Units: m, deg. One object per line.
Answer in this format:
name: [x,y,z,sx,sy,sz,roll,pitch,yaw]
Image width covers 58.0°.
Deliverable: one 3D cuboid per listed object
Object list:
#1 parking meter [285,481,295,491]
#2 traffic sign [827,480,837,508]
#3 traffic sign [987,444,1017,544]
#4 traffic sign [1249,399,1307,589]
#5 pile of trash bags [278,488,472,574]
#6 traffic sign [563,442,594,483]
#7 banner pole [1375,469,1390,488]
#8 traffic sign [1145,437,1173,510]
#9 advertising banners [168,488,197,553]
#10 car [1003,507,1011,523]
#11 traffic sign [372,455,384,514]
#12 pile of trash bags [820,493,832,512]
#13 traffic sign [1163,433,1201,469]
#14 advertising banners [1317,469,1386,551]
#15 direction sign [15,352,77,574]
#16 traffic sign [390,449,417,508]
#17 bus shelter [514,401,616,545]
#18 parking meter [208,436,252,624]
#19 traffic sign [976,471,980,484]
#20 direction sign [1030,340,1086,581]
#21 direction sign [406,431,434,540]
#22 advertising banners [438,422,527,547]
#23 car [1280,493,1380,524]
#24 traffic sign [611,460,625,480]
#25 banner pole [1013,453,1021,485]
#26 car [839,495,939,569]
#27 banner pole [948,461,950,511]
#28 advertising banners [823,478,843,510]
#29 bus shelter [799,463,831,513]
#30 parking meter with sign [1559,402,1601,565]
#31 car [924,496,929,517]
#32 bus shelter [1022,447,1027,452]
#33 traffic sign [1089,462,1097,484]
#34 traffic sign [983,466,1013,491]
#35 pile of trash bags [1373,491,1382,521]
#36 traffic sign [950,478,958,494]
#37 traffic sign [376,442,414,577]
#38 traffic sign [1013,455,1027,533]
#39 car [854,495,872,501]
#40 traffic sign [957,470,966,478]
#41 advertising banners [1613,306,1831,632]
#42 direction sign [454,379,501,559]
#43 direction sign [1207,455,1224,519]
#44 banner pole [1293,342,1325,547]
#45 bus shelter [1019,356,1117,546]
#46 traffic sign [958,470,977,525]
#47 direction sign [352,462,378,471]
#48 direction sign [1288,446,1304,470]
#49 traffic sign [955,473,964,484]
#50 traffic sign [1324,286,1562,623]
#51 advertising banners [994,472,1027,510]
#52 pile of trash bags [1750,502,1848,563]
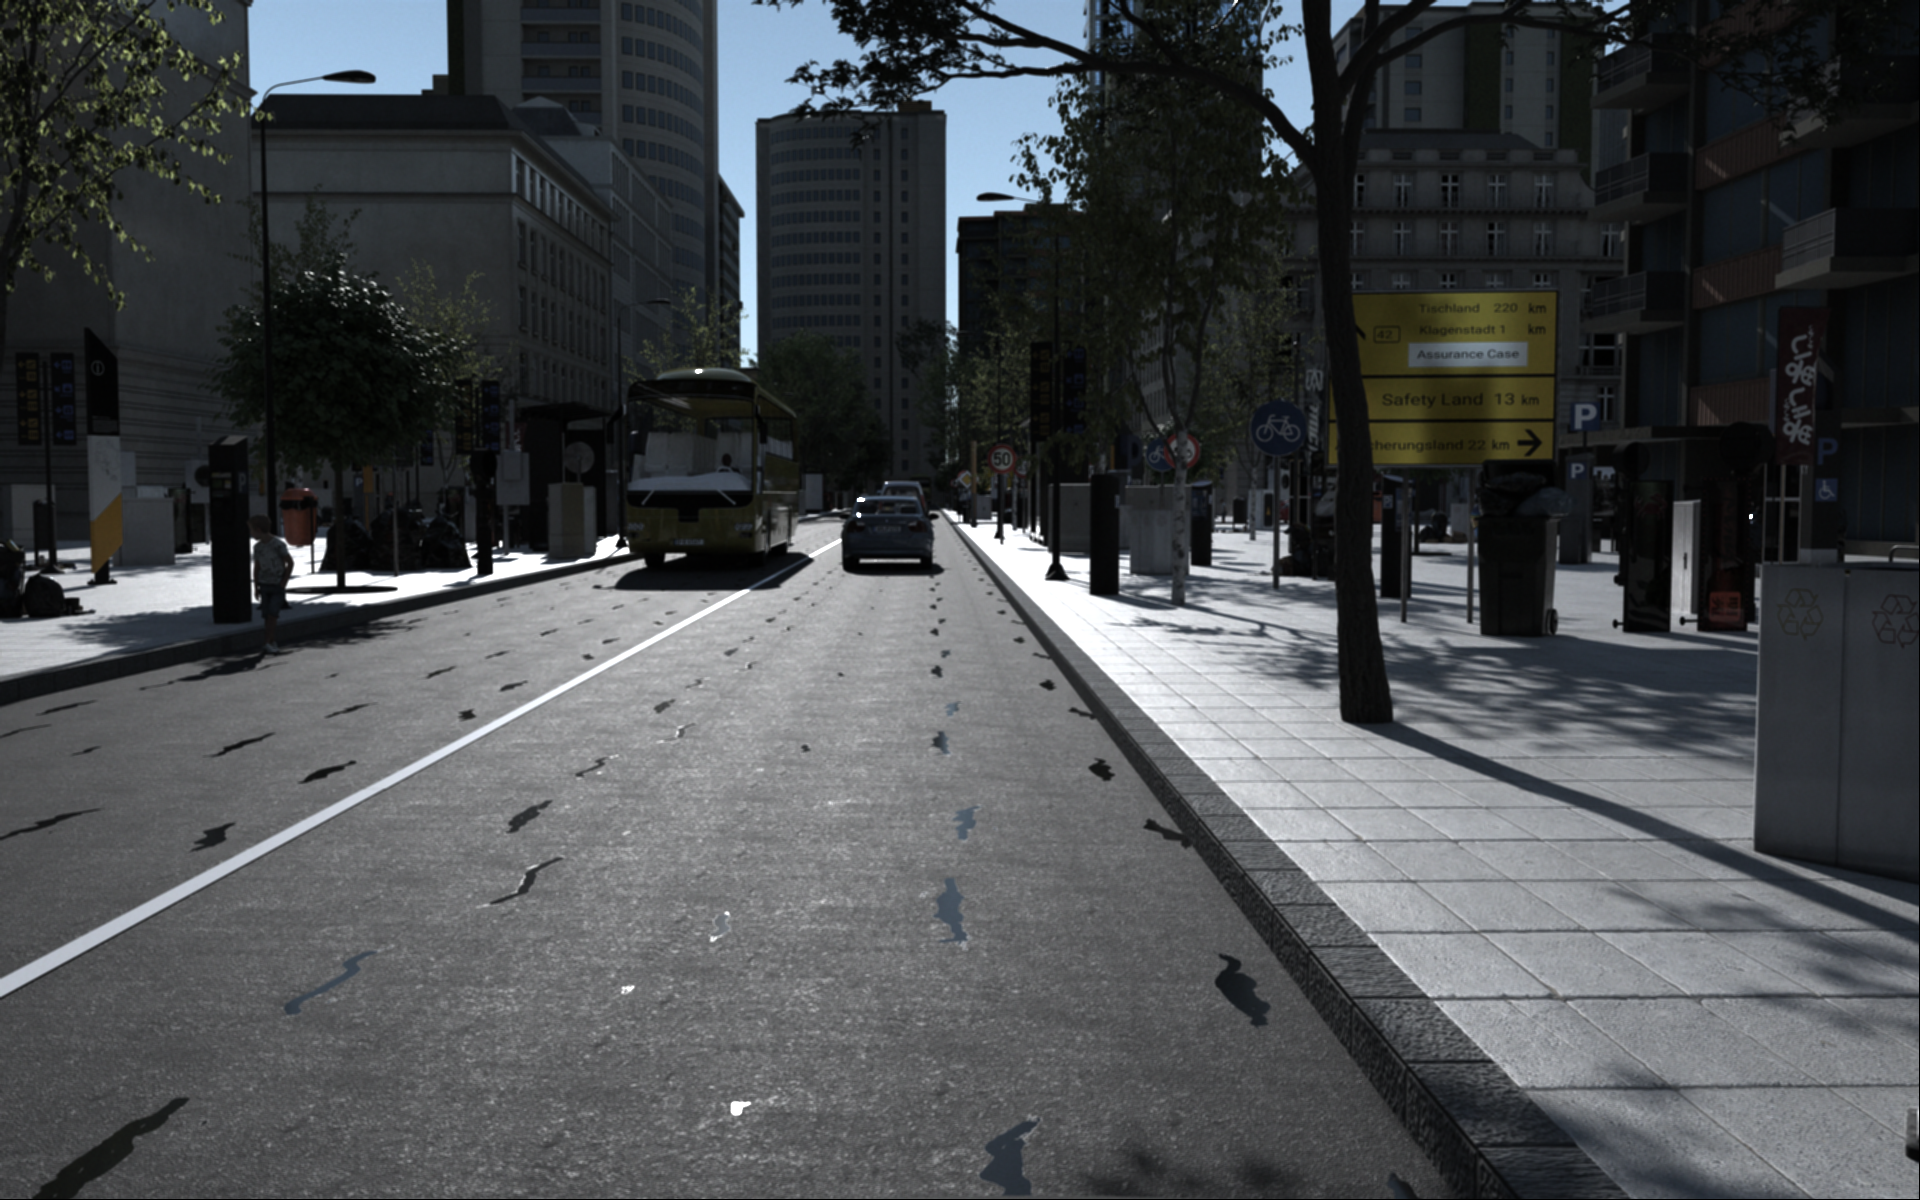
parking meter: [-30.638,-4.500,79.279,0.399,1.863,0.255,0,4,-8]
traffic sign: [-10.251,-8.508,139.106,0.884,2.594,0.081,0,4,4]
traffic sign: [1.064,-2.687,44.030,0.768,2.556,0.104,0,4,-1]
traffic sign: [4.294,-1.428,23.450,0.768,2.556,0.104,0,4,4]
pile of trash bags: [-9.974,-1.185,29.120,1.912,1.369,3.447,2,4,26]
traffic sign: [-9.333,-2.587,42.399,0.768,2.556,0.104,0,4,0]
banner pole: [34.381,-9.255,141.334,0.401,3.779,0.863,-3,5,-42]
traffic sign: [4.528,-2.366,38.792,0.768,2.556,0.104,0,4,6]
advertising banners: [-17.602,-2.515,37.308,2.074,3.025,0.090,-1,4,-14]
car: [3.951,-4.146,77.570,4.222,1.686,2.009,0,3,0]
traffic sign: [-11.294,-2.061,33.801,0.768,2.556,0.104,0,4,4]
pile of trash bags: [-10.380,-7.274,128.684,1.912,1.369,3.447,1,4,13]
traffic sign: [4.563,-2.178,35.710,0.768,2.556,0.104,0,4,1]
advertising banners: [8.890,-2.635,39.263,2.074,3.025,0.090,-1,4,-22]
direction sign: [-14.639,-2.190,27.808,0.876,3.537,0.379,0,4,-7]
traffic sign: [-12.729,-2.403,39.397,0.768,2.556,0.104,1,4,8]
bus shelter: [-10.669,-3.409,47.025,1.731,3.624,6.357,0,4,-1]
parking meter: [-7.262,-0.705,17.234,0.255,1.863,0.399,0,4,1]
traffic sign: [0.767,-5.470,89.433,0.884,2.594,0.081,0,4,2]
direction sign: [1.455,-2.064,25.750,0.876,3.537,0.379,2,4,24]
direction sign: [-15.025,-3.422,47.948,0.876,3.537,0.379,-1,4,-12]
advertising banners: [-11.501,-2.796,41.909,2.074,3.025,0.090,0,4,-3]
car: [16.117,-4.081,75.757,4.494,1.783,2.155,0,4,-1]
traffic sign: [-12.568,-3.929,64.349,0.768,2.556,0.104,0,4,-1]
banner pole: [3.095,-6.309,93.168,0.401,3.779,0.863,3,5,41]
car: [-1.415,-1.366,34.333,2.014,1.417,4.499,0,4,-1]
banner pole: [-0.823,-8.552,129.849,0.401,3.779,0.863,0,4,7]
advertising banners: [-10.486,-8.847,140.834,2.074,3.025,0.090,-1,4,-10]
bus shelter: [-9.883,-7.547,117.311,2.014,3.302,5.546,0,4,-1]
parking meter with sign: [11.487,-2.197,32.184,0.543,3.016,1.738,2,4,27]
car: [-2.579,-5.274,96.023,2.009,1.686,4.222,0,3,0]
bus shelter: [4.138,-5.957,88.676,1.731,3.624,6.357,0,4,-1]
traffic sign: [5.153,-4.202,68.808,0.768,2.556,0.104,0,4,7]
traffic sign: [2.836,-8.144,127.023,2.265,3.308,0.079,0,4,5]
pile of trash bags: [12.025,-2.700,53.899,1.912,1.369,3.447,-2,4,-33]
traffic sign: [-0.413,-8.503,139.124,0.768,2.556,0.104,0,4,3]
traffic sign: [-8.760,-1.512,26.856,0.606,2.300,0.079,0,4,2]
traffic sign: [2.082,-3.439,56.335,0.768,2.556,0.104,0,3,0]
car: [-7.651,-7.896,141.671,1.945,1.354,3.894,0,4,-2]
traffic sign: [0.238,-5.673,92.855,0.768,2.556,0.104,0,3,0]
advertising banners: [7.102,-1.219,16.112,2.074,3.025,0.090,0,4,-8]
direction sign: [-9.574,-2.595,34.426,0.876,3.537,0.379,-2,4,-27]
direction sign: [13.407,-6.054,90.987,0.876,3.537,0.379,2,4,27]
banner pole: [5.752,-2.369,28.754,0.863,3.779,0.401,-2,4,-32]
bus shelter: [2.765,-4.230,46.786,2.179,5.291,8.768,0,4,-1]
traffic sign: [0.302,-4.193,72.204,0.795,2.450,0.064,0,4,-1]
direction sign: [-20.405,-4.122,59.388,0.876,3.537,0.379,0,4,0]
direction sign: [16.042,-5.526,82.345,0.876,3.537,0.379,1,4,11]
traffic sign: [0.150,-4.682,80.187,0.795,2.450,0.064,0,4,-1]
traffic sign: [4.759,-1.426,17.184,2.265,3.308,0.079,0,4,6]
advertising banners: [2.388,-5.396,84.418,2.074,3.025,0.090,-3,4,-37]
pile of trash bags: [15.358,-1.363,32.033,1.912,1.369,3.447,2,4,23]
